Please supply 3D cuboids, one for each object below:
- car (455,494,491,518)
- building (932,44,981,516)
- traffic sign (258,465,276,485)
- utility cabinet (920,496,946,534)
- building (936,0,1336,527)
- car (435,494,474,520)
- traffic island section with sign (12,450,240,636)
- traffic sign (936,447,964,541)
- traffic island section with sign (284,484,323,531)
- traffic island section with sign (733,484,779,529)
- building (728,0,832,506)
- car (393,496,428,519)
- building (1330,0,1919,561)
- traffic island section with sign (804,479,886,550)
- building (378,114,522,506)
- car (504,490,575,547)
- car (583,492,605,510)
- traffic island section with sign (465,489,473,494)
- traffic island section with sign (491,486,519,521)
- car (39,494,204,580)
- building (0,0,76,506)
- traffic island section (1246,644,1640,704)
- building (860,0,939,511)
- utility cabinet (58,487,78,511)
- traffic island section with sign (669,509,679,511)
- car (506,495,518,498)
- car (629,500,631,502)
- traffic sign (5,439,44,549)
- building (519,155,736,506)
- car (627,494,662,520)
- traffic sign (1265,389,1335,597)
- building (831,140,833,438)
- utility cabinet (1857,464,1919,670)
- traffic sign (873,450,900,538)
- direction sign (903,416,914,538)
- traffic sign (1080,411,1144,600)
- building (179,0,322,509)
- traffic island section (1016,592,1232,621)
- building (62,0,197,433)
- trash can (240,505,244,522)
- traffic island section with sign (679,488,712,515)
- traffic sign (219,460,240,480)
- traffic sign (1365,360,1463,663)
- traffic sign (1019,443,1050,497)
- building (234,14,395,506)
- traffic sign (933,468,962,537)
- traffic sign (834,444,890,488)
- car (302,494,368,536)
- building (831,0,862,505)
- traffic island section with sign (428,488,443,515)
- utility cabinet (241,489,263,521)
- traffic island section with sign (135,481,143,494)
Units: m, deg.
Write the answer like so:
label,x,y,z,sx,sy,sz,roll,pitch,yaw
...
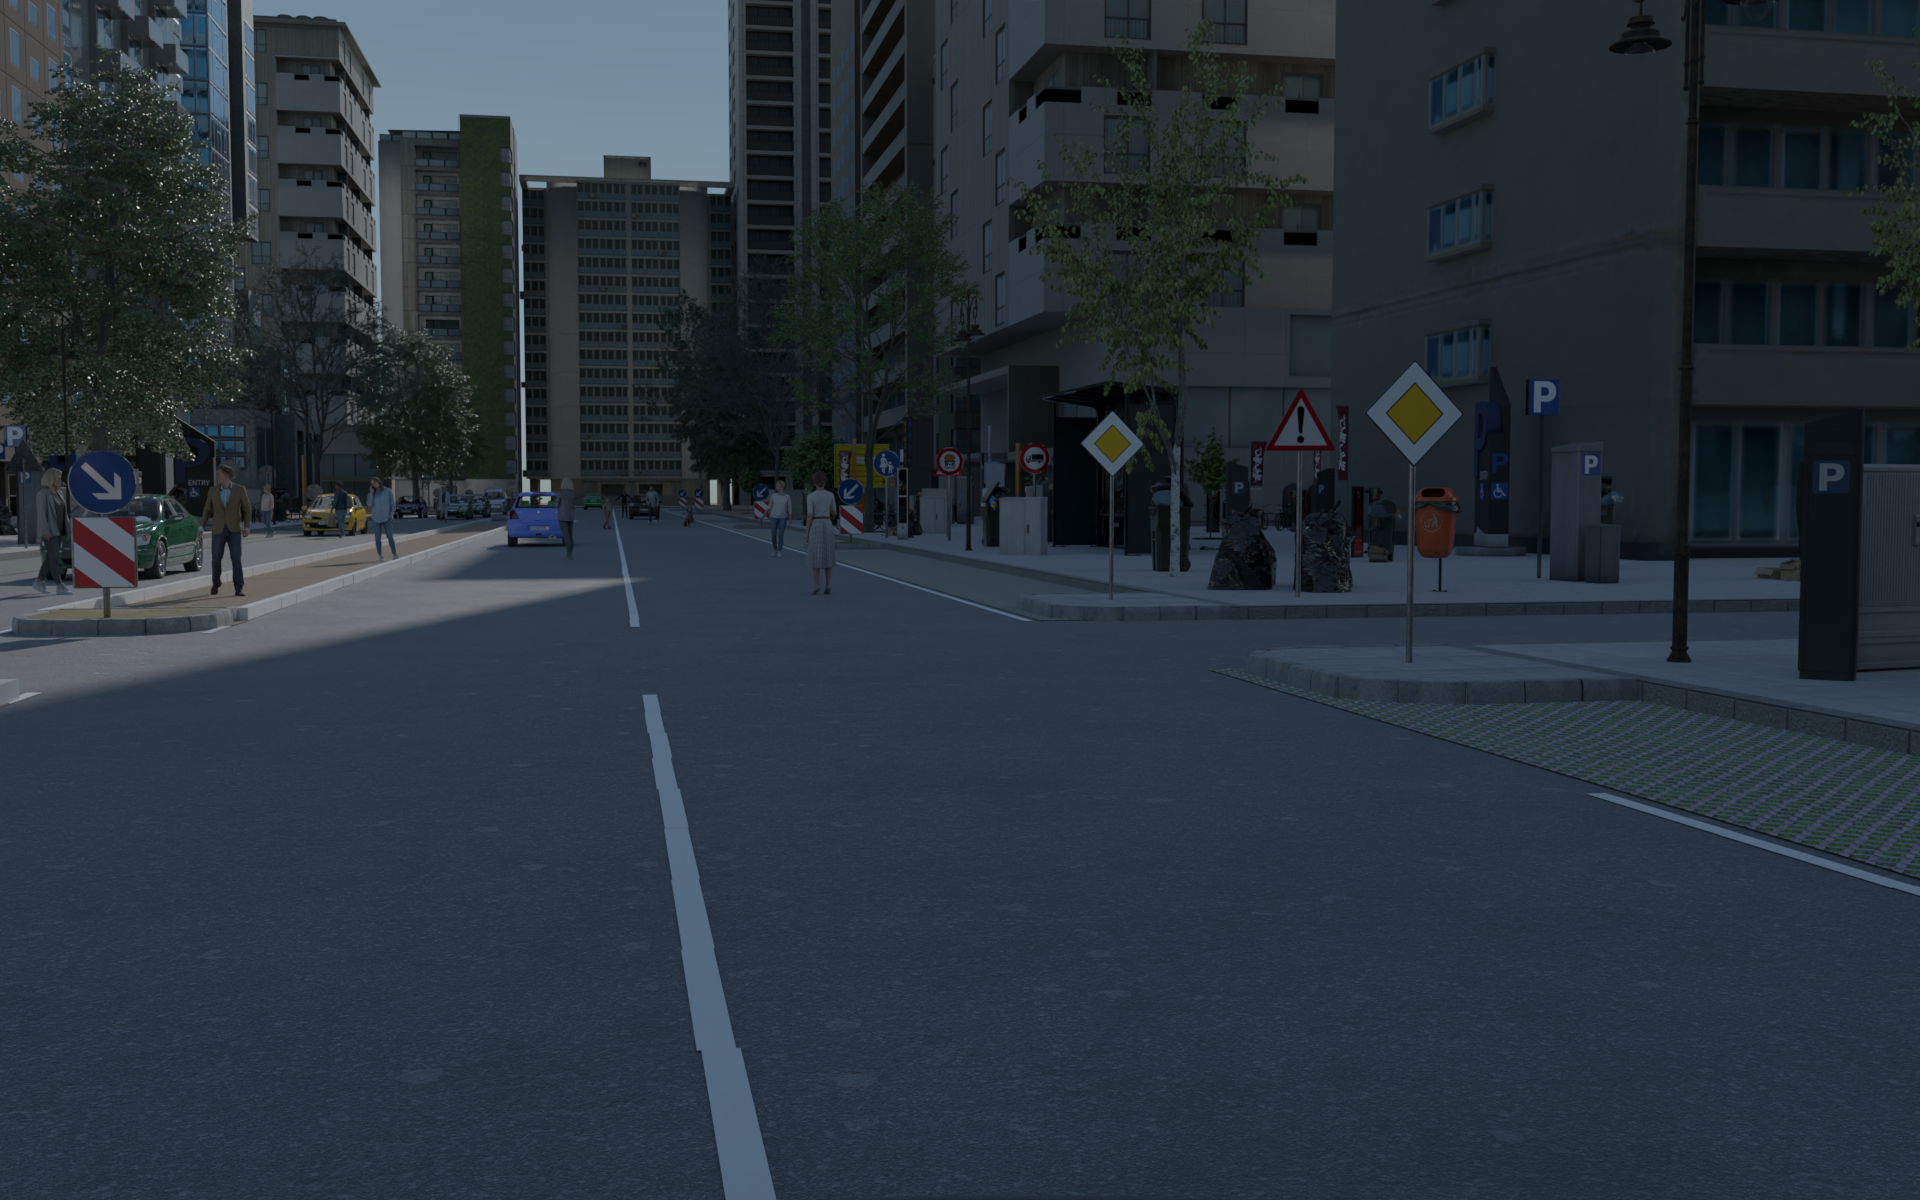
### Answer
label,x,y,z,sx,sy,sz,roll,pitch,yaw
car,-29.500,-5.700,104.988,2.131,1.459,4.920,-1,4,-10
building,5.201,-20.447,106.011,14.160,30.474,14.107,-1,4,-11
traffic sign,-30.509,-4.660,76.293,0.768,2.556,0.104,0,4,-6
utility cabinet,-0.823,-2.750,56.124,1.020,1.237,0.306,3,4,36
building,14.389,-30.133,81.914,28.713,52.752,27.495,-1,4,-11
car,-28.411,-5.240,97.476,2.131,1.459,4.920,-1,4,-12
traffic island section with sign,-8.955,-0.633,18.493,2.006,1.907,1.989,-1,4,-11
traffic sign,-0.289,-2.885,47.272,0.768,2.556,0.104,-1,4,-11
traffic island section with sign,-25.505,-3.656,68.403,1.989,1.847,2.006,-1,4,-11
traffic island section with sign,-8.396,-3.858,71.704,1.989,1.847,2.006,-1,4,-11
building,-15.738,-46.614,200.397,20.611,71.187,20.563,-1,4,-11
car,-32.670,-5.524,102.897,1.945,1.354,3.894,-1,4,-10
building,21.338,-25.715,44.150,21.600,48.544,21.300,-1,4,-11
traffic island section with sign,-3.057,-2.242,45.280,1.989,1.847,2.006,-1,4,-11
building,-55.509,-30.931,189.311,14.086,41.232,14.154,-1,4,-11
car,-11.740,-2.370,48.335,1.945,1.707,3.694,-1,4,-13
car,-33.566,-9.177,158.834,1.959,1.807,4.718,-1,4,-10
traffic island section with sign,-40.901,-8.313,144.553,1.989,1.847,2.006,-1,4,-11
traffic island section with sign,-23.852,-5.138,92.146,2.006,1.907,1.989,-1,4,-11
car,-14.690,-1.147,30.550,2.131,1.459,4.920,-1,4,-12
building,-48.577,-25.998,75.172,14.600,45.320,14.200,-1,4,-11
traffic island section,3.434,0.556,13.187,2.009,0.180,2.903,-1,4,-11
building,4.939,-30.606,124.112,21.300,48.544,21.600,-1,4,-11
utility cabinet,-28.372,-2.870,55.609,0.318,1.500,1.173,2,4,31
traffic island section with sign,-23.920,-8.554,148.491,1.989,1.847,2.006,-1,4,-11
car,-36.320,-7.793,139.780,2.083,1.381,4.827,-1,4,-11
car,-21.189,-6.506,116.152,2.009,1.686,4.222,-1,4,-11
traffic sign,-22.015,-2.492,40.754,0.884,2.594,0.081,0,4,-3
building,-38.570,-31.177,201.630,23.993,40.220,32.217,-1,4,-11
car,-17.987,-5.438,98.690,2.009,1.686,4.222,-1,4,-10
traffic sign,4.196,-1.311,21.432,0.884,2.594,0.081,0,4,-6
building,-4.734,-28.840,155.135,14.154,41.232,14.086,-1,4,-11
utility cabinet,6.802,-0.244,12.673,1.173,1.500,0.318,-1,4,-22
traffic sign,-2.137,-3.082,50.502,0.768,2.556,0.104,0,4,-2
direction sign,-1.524,-3.587,50.643,0.379,3.537,0.876,-1,4,-18
traffic sign,1.830,-1.057,20.932,0.795,2.450,0.064,-1,4,-11
building,-69.442,-50.405,136.801,31.000,86.520,22.319,-1,4,-11
traffic island section,1.852,0.077,21.014,2.009,0.180,2.903,-1,4,-11
building,-58.359,-29.399,100.284,23.786,49.044,30.456,-1,4,-11
trash can,-33.007,-4.127,79.128,0.748,1.137,0.748,0,3,0
traffic island section with sign,-18.449,-6.900,121.450,1.989,1.847,2.006,-1,4,-11
traffic sign,-27.106,-3.922,64.228,0.768,2.556,0.104,-1,4,-10
traffic sign,3.412,-0.579,13.105,0.795,2.450,0.064,-1,4,-11
traffic sign,1.851,-2.625,43.023,0.768,2.556,0.104,0,4,-5
building,-77.512,-36.849,191.724,27.495,52.752,28.713,-1,4,-11
traffic sign,-0.375,-3.163,51.723,0.884,2.594,0.081,0,4,-4
traffic sign,-3.959,-4.663,70.118,2.265,3.308,0.079,-1,4,-10
car,-21.761,-3.065,60.342,2.015,1.641,3.980,-1,4,-11
building,-2.663,-30.018,140.906,14.600,45.320,14.200,-1,4,-11
traffic island section with sign,-35.522,-6.689,117.987,1.989,1.847,2.006,-1,4,-11
utility cabinet,-33.655,-4.486,82.033,1.173,1.500,0.318,0,3,0
traffic island section with sign,-20.105,-2.023,41.698,1.989,1.847,2.006,-1,4,-11
